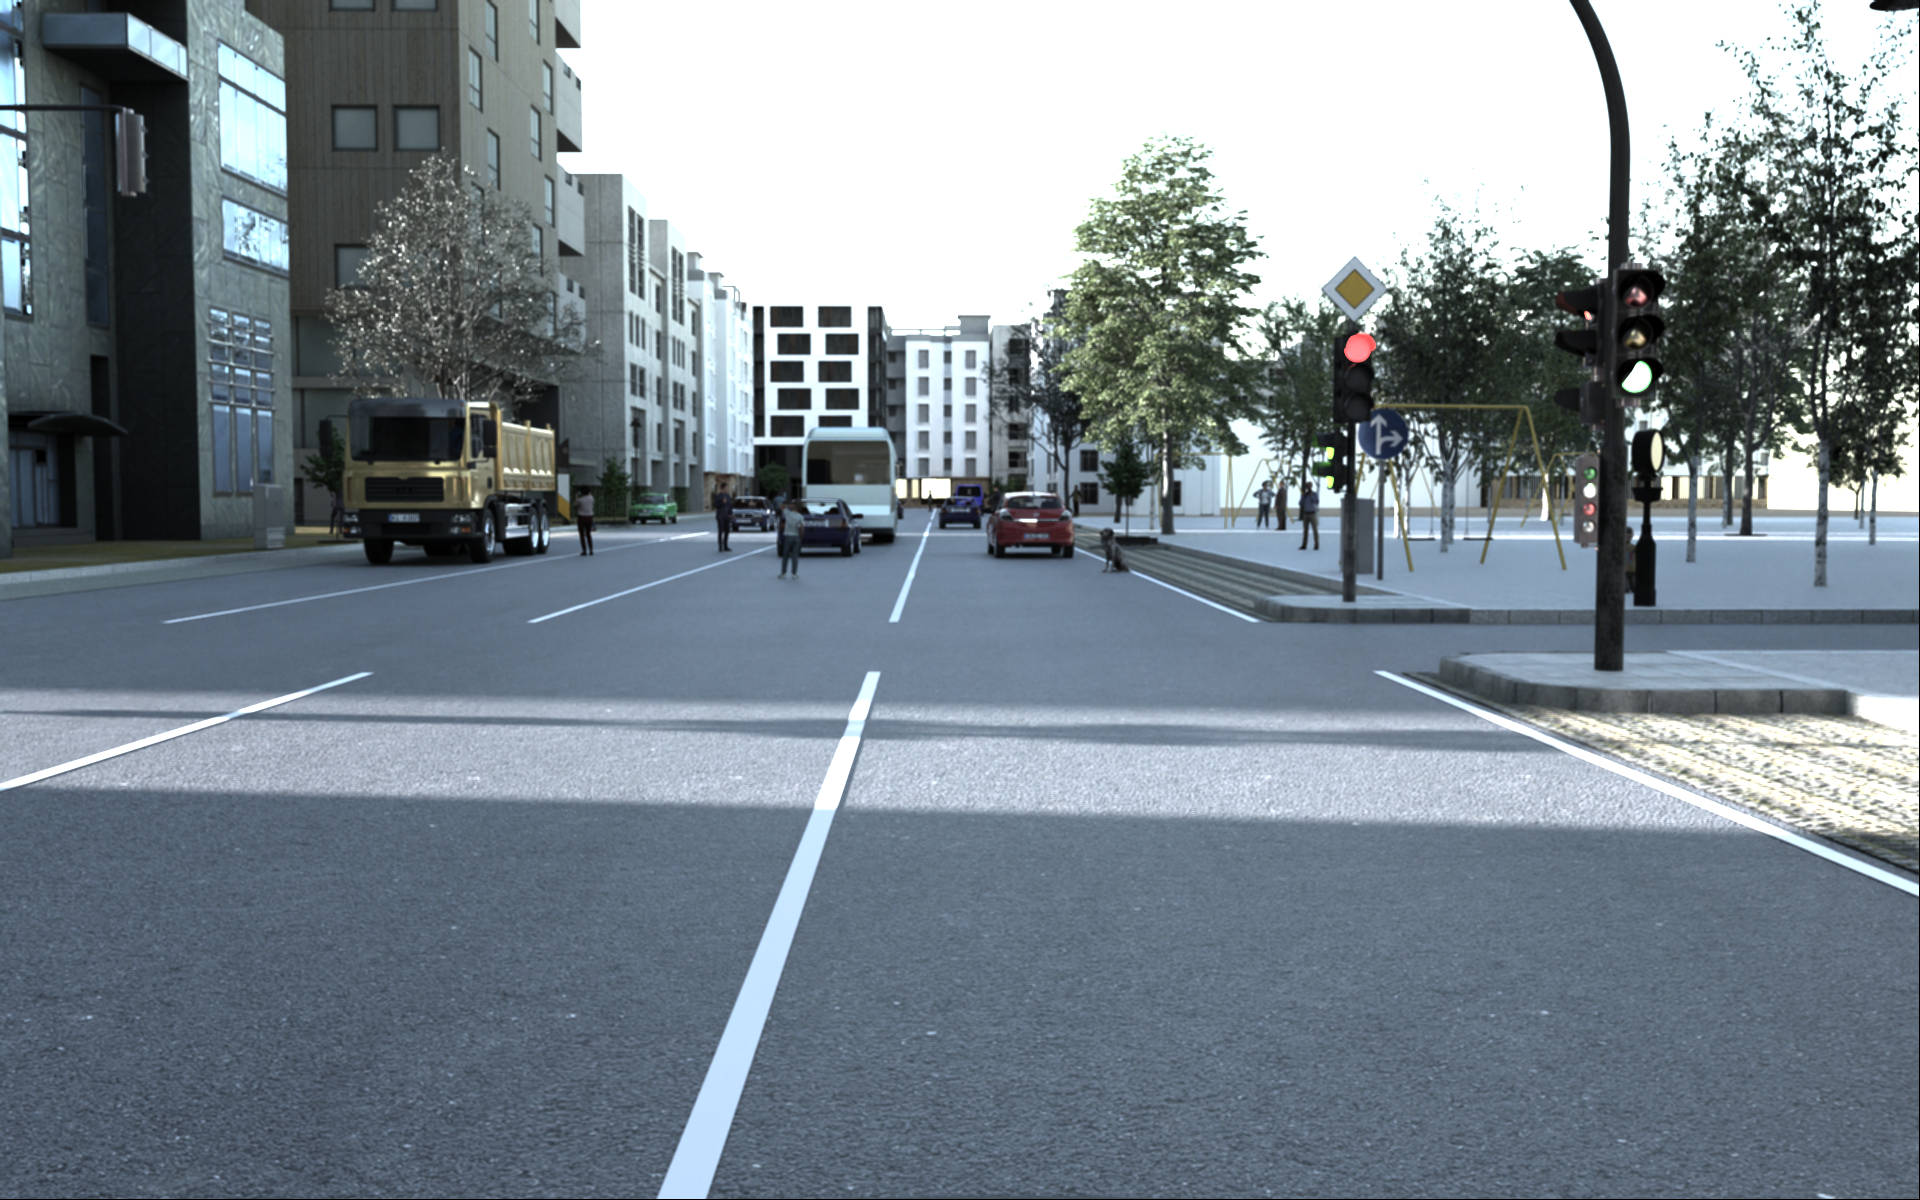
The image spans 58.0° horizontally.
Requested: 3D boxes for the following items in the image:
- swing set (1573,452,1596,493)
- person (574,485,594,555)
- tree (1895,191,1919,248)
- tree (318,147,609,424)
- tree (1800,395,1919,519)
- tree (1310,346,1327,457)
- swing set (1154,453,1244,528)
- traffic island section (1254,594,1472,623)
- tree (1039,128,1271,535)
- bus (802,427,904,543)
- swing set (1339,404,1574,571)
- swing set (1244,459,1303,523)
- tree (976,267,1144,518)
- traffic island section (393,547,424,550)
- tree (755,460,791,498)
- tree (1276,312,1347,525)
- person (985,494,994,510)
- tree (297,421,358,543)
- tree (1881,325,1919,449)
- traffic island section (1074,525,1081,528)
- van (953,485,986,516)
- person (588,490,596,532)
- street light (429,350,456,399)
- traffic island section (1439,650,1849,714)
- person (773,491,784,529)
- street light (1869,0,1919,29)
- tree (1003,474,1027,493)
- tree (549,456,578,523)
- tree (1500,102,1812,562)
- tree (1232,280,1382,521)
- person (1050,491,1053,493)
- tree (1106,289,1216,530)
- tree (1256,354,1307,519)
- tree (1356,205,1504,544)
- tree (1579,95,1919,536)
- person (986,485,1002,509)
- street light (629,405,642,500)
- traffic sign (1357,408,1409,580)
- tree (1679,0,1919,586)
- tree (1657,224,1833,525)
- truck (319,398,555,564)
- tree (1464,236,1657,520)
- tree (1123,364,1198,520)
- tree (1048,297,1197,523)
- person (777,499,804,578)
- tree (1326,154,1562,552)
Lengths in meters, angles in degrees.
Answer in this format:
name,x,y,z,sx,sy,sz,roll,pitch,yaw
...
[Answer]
name,x,y,z,sx,sy,sz,roll,pitch,yaw
swing set,23.270,-4.175,65.875,2.862,2.851,3.119,0,4,-7
person,-8.808,-1.871,40.558,0.517,1.644,0.566,1,4,9
tree,24.078,-7.186,34.503,9.611,12.733,9.660,0,3,0
tree,-18.038,-9.299,62.406,12.009,13.543,11.850,0,3,0
tree,53.851,-7.685,88.548,20.602,7.101,11.467,-1,4,-21
tree,12.677,-6.110,50.254,4.360,8.622,3.978,0,3,0
swing set,9.031,-4.200,66.291,3.119,2.851,2.862,1,4,15
traffic island section,4.664,0.099,20.655,2.009,0.180,2.903,0,4,-1
tree,6.220,-8.349,54.626,7.486,12.596,7.792,0,3,0
bus,-3.256,-3.630,54.208,2.948,3.499,13.247,0,4,-2
swing set,8.482,-2.003,30.371,3.119,2.851,2.862,-1,4,-12
swing set,13.994,-4.875,77.319,2.862,2.851,3.119,2,4,30
tree,5.730,-11.265,94.547,12.009,13.543,11.850,0,3,0
traffic island section,-14.112,-1.360,45.106,1.991,0.108,1.994,0,4,-1
tree,-17.830,-11.104,165.268,4.285,4.588,4.351,0,3,0
tree,14.772,-7.390,71.181,4.737,8.622,4.395,0,3,0
person,1.775,-5.137,95.684,0.628,1.438,0.799,1,4,23
tree,-16.616,-3.128,45.744,1.663,3.219,1.824,0,3,0
tree,34.145,-6.686,59.682,4.737,8.622,4.395,0,3,0
traffic island section,4.082,-3.109,73.692,1.991,0.108,1.994,0,4,-1
van,0.633,-6.743,114.626,2.240,2.365,5.245,0,4,1
person,-13.880,-3.328,64.864,0.435,1.587,0.963,-2,4,-26
street light,-16.552,-5.061,55.531,0.468,5.910,1.993,0,4,-1
traffic island section,4.752,0.588,12.671,2.009,0.180,2.903,0,4,-1
person,-7.538,-3.733,71.749,0.499,1.552,0.429,0,4,5
street light,6.798,-2.389,11.844,0.468,5.910,1.993,0,4,-1
tree,5.554,-10.544,166.998,1.663,3.219,1.824,0,3,0
tree,-17.662,-5.037,76.962,1.663,3.219,1.824,0,3,0
tree,13.655,-5.033,32.651,4.737,8.622,4.395,0,3,0
tree,16.720,-9.635,83.288,9.928,11.665,9.643,0,3,0
person,4.082,-4.099,77.479,0.963,1.587,0.435,0,4,-6
tree,7.088,-6.794,61.449,4.737,8.622,4.395,0,3,0
tree,17.208,-8.579,90.633,4.360,8.622,3.978,0,3,0
tree,12.650,-5.734,44.114,4.737,8.622,4.395,0,3,0
tree,24.299,-8.713,52.833,12.009,13.543,11.850,0,3,0
person,1.281,-3.453,65.408,0.568,1.767,0.683,1,4,13
street light,-16.914,-7.198,90.482,0.468,5.910,1.993,0,4,-1
traffic sign,6.290,-1.575,25.852,0.768,2.556,0.104,0,4,2
tree,12.228,-4.493,23.816,4.360,8.622,3.978,0,3,0
tree,32.223,-9.385,71.570,7.486,12.596,7.792,0,3,0
truck,-11.053,-2.567,37.901,3.469,3.379,9.791,0,4,-2
tree,29.334,-10.946,85.628,9.857,13.997,8.962,0,3,0
tree,9.790,-8.254,85.309,4.360,8.622,3.978,0,3,0
tree,7.340,-8.711,76.840,7.601,10.594,8.767,1,4,15
person,-2.882,-1.043,29.466,0.435,1.345,0.340,-1,4,-14
tree,10.660,-5.372,38.199,4.360,8.622,3.978,0,3,0
